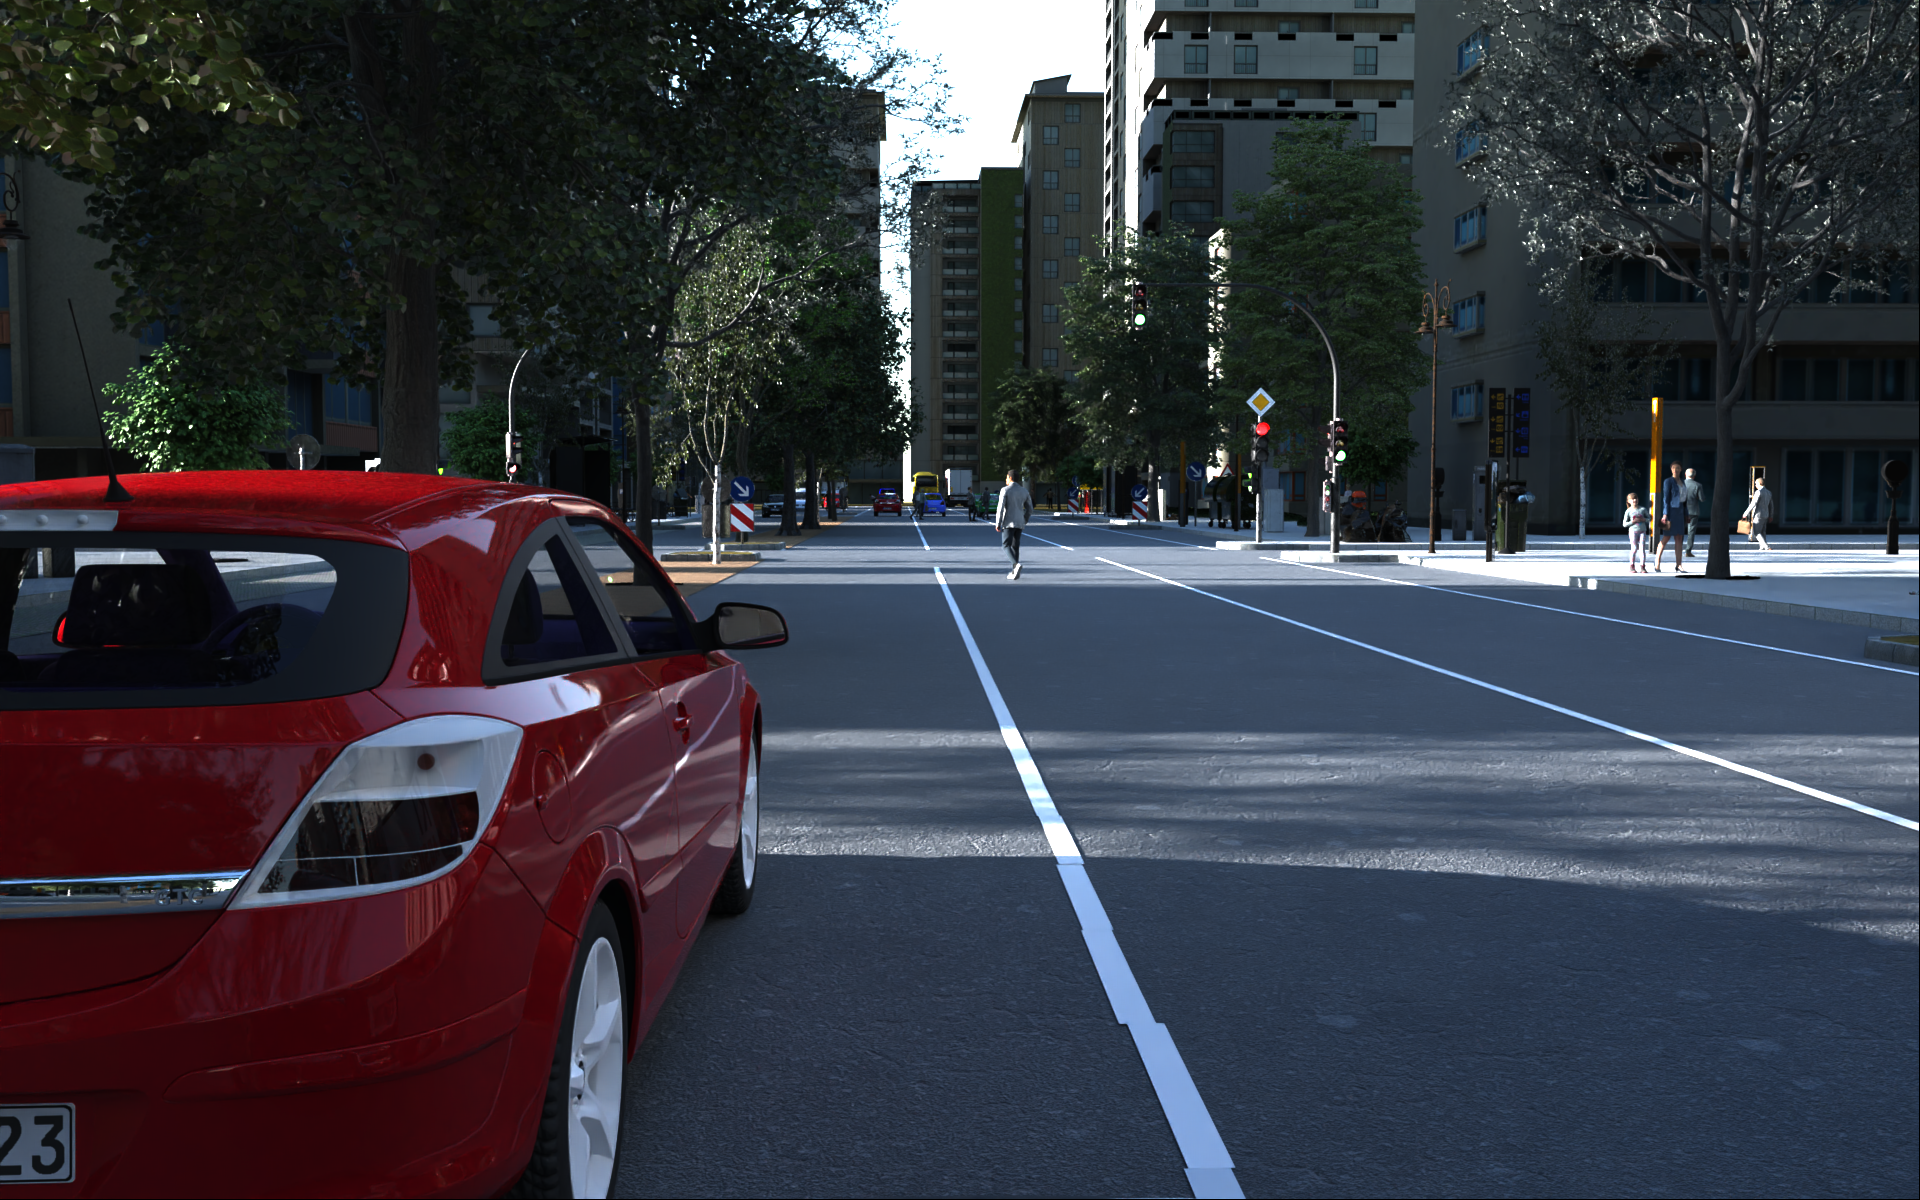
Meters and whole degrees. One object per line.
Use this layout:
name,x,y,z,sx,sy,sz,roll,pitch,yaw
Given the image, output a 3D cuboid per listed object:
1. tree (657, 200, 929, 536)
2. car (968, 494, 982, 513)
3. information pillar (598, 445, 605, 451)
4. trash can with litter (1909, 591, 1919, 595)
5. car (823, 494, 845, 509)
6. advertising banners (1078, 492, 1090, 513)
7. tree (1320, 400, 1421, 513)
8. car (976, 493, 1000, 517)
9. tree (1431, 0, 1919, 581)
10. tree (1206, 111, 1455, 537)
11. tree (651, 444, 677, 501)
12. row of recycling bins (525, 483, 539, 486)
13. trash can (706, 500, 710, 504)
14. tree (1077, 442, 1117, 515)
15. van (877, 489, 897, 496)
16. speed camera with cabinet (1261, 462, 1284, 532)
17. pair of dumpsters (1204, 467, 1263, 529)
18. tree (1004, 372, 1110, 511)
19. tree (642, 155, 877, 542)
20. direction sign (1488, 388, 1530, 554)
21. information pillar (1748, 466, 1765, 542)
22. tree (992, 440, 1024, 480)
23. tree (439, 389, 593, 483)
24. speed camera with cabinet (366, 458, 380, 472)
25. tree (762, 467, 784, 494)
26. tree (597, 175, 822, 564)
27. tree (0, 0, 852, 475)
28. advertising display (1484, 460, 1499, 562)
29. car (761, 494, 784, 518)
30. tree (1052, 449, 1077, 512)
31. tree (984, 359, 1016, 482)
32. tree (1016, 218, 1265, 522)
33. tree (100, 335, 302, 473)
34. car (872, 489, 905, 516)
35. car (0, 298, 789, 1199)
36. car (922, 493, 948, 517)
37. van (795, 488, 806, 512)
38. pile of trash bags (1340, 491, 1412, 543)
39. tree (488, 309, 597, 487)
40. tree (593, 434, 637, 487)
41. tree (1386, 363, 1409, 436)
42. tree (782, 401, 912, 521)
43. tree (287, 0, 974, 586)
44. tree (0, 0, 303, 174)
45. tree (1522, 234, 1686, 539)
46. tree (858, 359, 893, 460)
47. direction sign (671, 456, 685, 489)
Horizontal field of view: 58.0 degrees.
tree,-5.864,-8.544,59.153,9.611,12.733,9.660,0,3,0
car,1.611,-7.631,133.560,1.959,1.807,4.718,0,4,-3
information pillar,-16.851,-5.534,81.829,0.504,3.616,0.183,0,4,6
trash can with litter,12.429,-0.607,20.978,1.678,1.210,2.233,0,4,-1
car,-11.777,-9.393,162.621,2.155,1.783,4.494,0,4,-1
advertising banners,8.449,-7.283,115.257,0.090,3.025,2.074,-3,4,-38
tree,14.293,-4.685,60.315,4.285,4.588,4.351,0,3,0
car,1.986,-6.070,108.046,1.959,1.807,4.718,0,4,-3
tree,11.559,-7.054,25.699,12.009,13.543,11.850,0,3,0
tree,11.047,-8.187,51.993,7.486,12.596,7.792,0,3,0
tree,-19.046,-7.572,107.523,4.285,4.588,4.351,0,3,0
row of recycling bins,-16.100,-3.529,64.816,1.069,1.692,3.534,-1,4,-15
trash can,-16.584,-6.338,115.283,0.748,1.137,0.748,0,3,0
tree,10.485,-8.256,118.694,4.285,4.588,4.351,0,3,0
van,-8.143,-11.602,194.081,2.240,2.365,5.245,0,4,-2
speed camera with cabinet,10.600,-3.939,58.743,0.660,3.252,2.038,0,4,4
pair of dumpsters,10.314,-3.822,64.979,1.574,2.255,4.437,0,4,-2
tree,7.572,-12.050,131.424,8.767,10.594,7.601,0,4,3
tree,-6.091,-7.377,48.823,9.928,11.665,9.643,0,3,0
direction sign,11.719,-2.754,37.022,0.876,3.537,0.379,0,4,-1
information pillar,21.191,-2.543,46.066,0.304,2.012,0.304,1,4,9
tree,5.783,-14.660,190.051,4.360,8.622,3.978,0,3,0
tree,-14.522,-4.302,54.044,4.285,4.588,4.351,0,3,0
speed camera with cabinet,-15.518,-3.112,45.216,2.038,3.252,0.660,2,4,34
tree,-18.842,-11.904,178.344,4.285,4.588,4.351,0,3,0
tree,-4.984,-5.046,35.327,4.360,8.622,3.978,0,3,0
tree,-4.766,-6.451,14.583,9.857,13.997,8.962,0,3,0
advertising display,10.098,-1.695,32.923,0.123,1.923,0.974,2,4,24
car,-11.191,-5.912,106.440,2.009,1.686,4.222,0,4,-1
tree,8.370,-8.674,125.536,4.285,4.588,4.351,0,3,0
tree,7.019,-15.742,164.042,9.857,13.997,8.962,0,3,0
tree,9.136,-10.632,80.491,9.857,13.997,8.962,0,3,0
tree,-14.242,-3.002,32.802,4.285,4.588,4.351,0,3,0
car,-4.695,-6.347,112.811,2.155,1.783,4.494,0,4,-1
car,-1.575,0.269,4.637,2.155,1.783,4.494,0,4,-1
car,-1.755,-6.201,110.975,1.945,1.707,3.694,0,4,0
van,-10.689,-6.730,117.054,2.013,2.044,4.112,0,4,-2
pile of trash bags,11.112,-2.296,47.294,1.912,1.369,3.447,0,4,2
tree,-14.392,-6.713,60.122,4.360,8.622,3.978,0,3,0
tree,-19.939,-6.819,95.208,4.285,4.588,4.351,0,3,0
tree,23.829,-8.522,89.693,4.737,8.622,4.395,0,3,0
tree,-6.627,-9.473,91.747,8.767,10.594,7.601,0,4,-2
tree,-4.885,-6.950,26.455,12.009,13.543,11.850,0,3,0
tree,-4.317,-5.149,4.777,7.486,12.596,7.792,0,3,0
tree,17.841,-6.031,48.967,4.360,8.622,3.978,0,3,0
tree,-6.792,-9.689,78.994,7.486,12.596,7.792,0,3,0
direction sign,-16.841,-6.811,103.353,0.876,3.537,0.379,1,4,15
